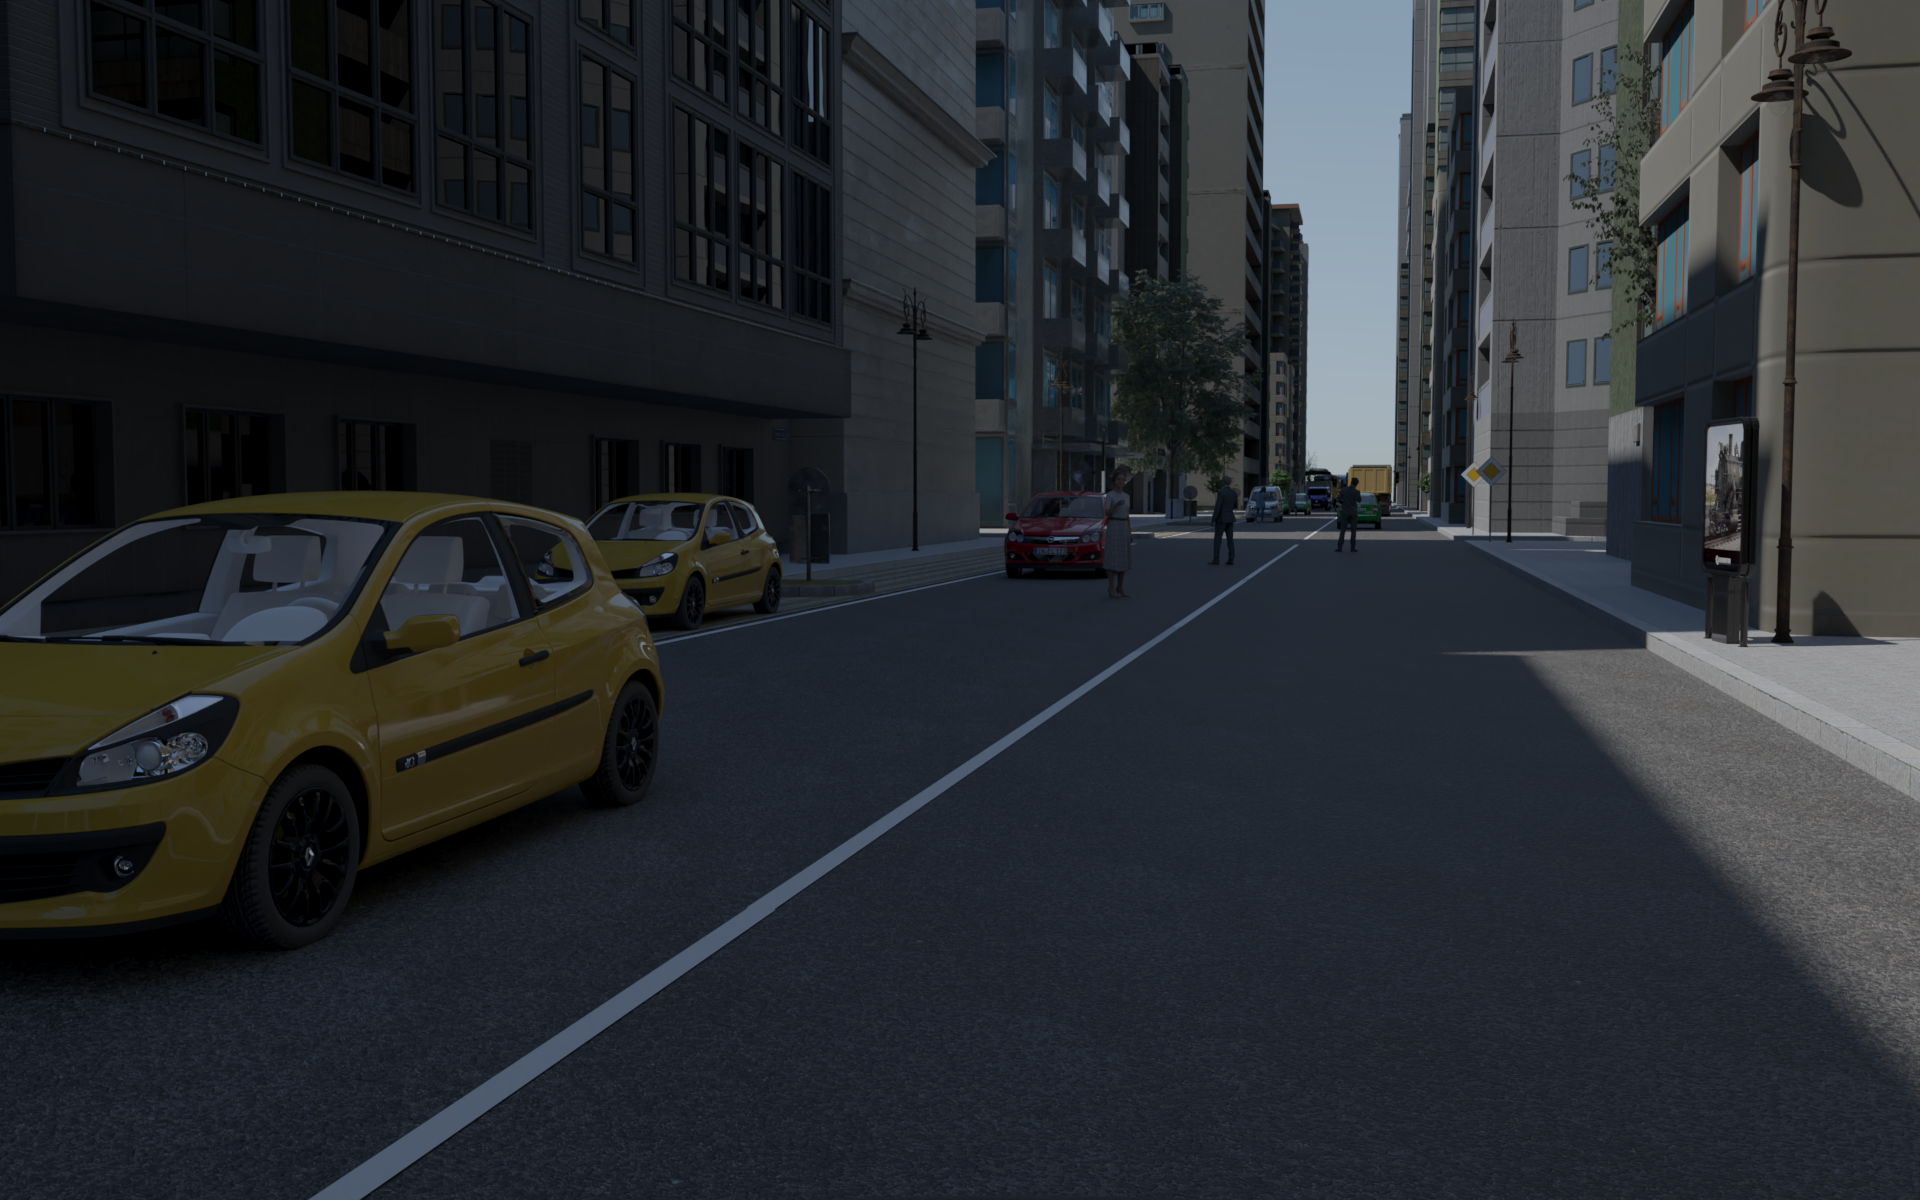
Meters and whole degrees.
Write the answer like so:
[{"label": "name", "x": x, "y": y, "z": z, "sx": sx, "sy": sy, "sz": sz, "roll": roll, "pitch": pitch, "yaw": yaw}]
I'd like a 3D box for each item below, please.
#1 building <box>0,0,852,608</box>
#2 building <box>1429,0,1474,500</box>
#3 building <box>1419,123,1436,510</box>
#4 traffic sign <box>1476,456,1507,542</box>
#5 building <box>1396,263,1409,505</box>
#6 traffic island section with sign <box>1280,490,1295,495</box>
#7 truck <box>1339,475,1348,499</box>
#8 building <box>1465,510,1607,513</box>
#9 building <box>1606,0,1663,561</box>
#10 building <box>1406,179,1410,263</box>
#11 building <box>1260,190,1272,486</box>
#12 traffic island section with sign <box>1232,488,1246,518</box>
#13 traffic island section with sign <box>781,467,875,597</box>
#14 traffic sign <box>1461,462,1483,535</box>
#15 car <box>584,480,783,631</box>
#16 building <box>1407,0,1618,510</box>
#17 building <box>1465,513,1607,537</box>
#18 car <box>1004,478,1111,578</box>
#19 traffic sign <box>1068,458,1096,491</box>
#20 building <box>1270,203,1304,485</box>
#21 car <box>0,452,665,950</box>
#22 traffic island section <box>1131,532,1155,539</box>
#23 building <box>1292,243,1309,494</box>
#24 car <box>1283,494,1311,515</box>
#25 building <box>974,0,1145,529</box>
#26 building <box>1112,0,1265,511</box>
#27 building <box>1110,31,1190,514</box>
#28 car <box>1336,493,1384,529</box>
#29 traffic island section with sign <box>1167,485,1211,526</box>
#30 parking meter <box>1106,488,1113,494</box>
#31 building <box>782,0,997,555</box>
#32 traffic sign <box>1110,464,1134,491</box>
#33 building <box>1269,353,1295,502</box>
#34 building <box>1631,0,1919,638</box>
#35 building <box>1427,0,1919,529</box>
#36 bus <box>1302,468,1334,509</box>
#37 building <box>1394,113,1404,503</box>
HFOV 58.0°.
[{"label": "building", "x": -11.609, "y": -14.144, "z": 24.768, "sx": 14.314, "sy": 27.812, "sz": 24.014, "roll": 1, "pitch": 4, "yaw": 13}, {"label": "building", "x": 39.530, "y": -26.572, "z": 118.045, "sx": 14.154, "sy": 41.232, "sz": 14.086, "roll": 1, "pitch": 4, "yaw": 13}, {"label": "building", "x": 43.543, "y": -22.300, "z": 136.313, "sx": 14.160, "sy": 30.474, "sz": 14.107, "roll": 1, "pitch": 4, "yaw": 13}, {"label": "traffic sign", "x": 14.180, "y": -2.608, "z": 46.284, "sx": 0.795, "sy": 2.450, "sz": 0.064, "roll": 1, "pitch": 4, "yaw": 13}, {"label": "building", "x": 61.687, "y": -27.137, "z": 215.386, "sx": 14.160, "sy": 30.474, "sz": 14.107, "roll": 1, "pitch": 4, "yaw": 13}, {"label": "traffic island section with sign", "x": 34.639, "y": -10.498, "z": 180.272, "sx": 1.989, "sy": 1.847, "sz": 2.006, "roll": 1, "pitch": 4, "yaw": 13}, {"label": "truck", "x": 53.614, "y": -15.573, "z": 244.374, "sx": 2.967, "sy": 4.110, "sz": 18.799, "roll": 1, "pitch": 4, "yaw": 12}, {"label": "building", "x": 52.264, "y": -37.498, "z": 155.098, "sx": 21.231, "sy": 58.520, "sz": 28.212, "roll": 1, "pitch": 4, "yaw": 13}, {"label": "building", "x": 21.006, "y": -16.178, "z": 36.204, "sx": 14.160, "sy": 30.474, "sz": 14.107, "roll": 1, "pitch": 4, "yaw": 13}, {"label": "building", "x": 72.268, "y": -37.704, "z": 236.067, "sx": 23.786, "sy": 49.044, "sz": 30.456, "roll": 1, "pitch": 4, "yaw": 13}, {"label": "building", "x": 21.083, "y": -23.710, "z": 159.360, "sx": 14.160, "sy": 30.474, "sz": 14.107, "roll": 1, "pitch": 4, "yaw": 13}, {"label": "traffic island section with sign", "x": 16.736, "y": -5.891, "z": 104.948, "sx": 1.989, "sy": 1.847, "sz": 2.006, "roll": 1, "pitch": 4, "yaw": 13}, {"label": "traffic island section with sign", "x": -2.305, "y": -0.994, "z": 24.886, "sx": 1.989, "sy": 1.847, "sz": 2.006, "roll": 1, "pitch": 4, "yaw": 13}, {"label": "traffic sign", "x": 16.027, "y": -3.083, "z": 54.054, "sx": 0.795, "sy": 2.450, "sz": 0.064, "roll": 1, "pitch": 4, "yaw": 13}, {"label": "car", "x": -3.328, "y": -0.563, "z": 19.433, "sx": 2.015, "sy": 1.641, "sz": 3.980, "roll": 1, "pitch": 4, "yaw": 13}, {"label": "building", "x": 58.368, "y": -39.226, "z": 183.338, "sx": 21.231, "sy": 58.520, "sz": 28.212, "roll": 1, "pitch": 4, "yaw": 13}, {"label": "building", "x": 32.244, "y": -31.496, "z": 56.962, "sx": 28.212, "sy": 58.520, "sz": 21.231, "roll": 1, "pitch": 4, "yaw": 13}, {"label": "car", "x": 1.954, "y": -1.339, "z": 30.925, "sx": 2.155, "sy": 1.783, "sz": 4.494, "roll": 1, "pitch": 4, "yaw": 12}, {"label": "traffic sign", "x": 3.439, "y": -2.765, "z": 48.849, "sx": 0.795, "sy": 2.450, "sz": 0.064, "roll": 1, "pitch": 4, "yaw": 13}, {"label": "building", "x": 39.003, "y": -36.766, "z": 255.742, "sx": 22.147, "sy": 44.769, "sz": 28.867, "roll": 1, "pitch": 4, "yaw": 13}, {"label": "car", "x": -2.606, "y": 0.209, "z": 6.802, "sx": 2.015, "sy": 1.641, "sz": 3.980, "roll": 1, "pitch": 4, "yaw": 13}, {"label": "traffic island section", "x": 5.261, "y": -2.104, "z": 56.685, "sx": 2.009, "sy": 0.180, "sz": 2.903, "roll": 1, "pitch": 4, "yaw": 13}, {"label": "building", "x": 48.001, "y": -36.244, "z": 276.184, "sx": 14.154, "sy": 41.232, "sz": 14.086, "roll": 1, "pitch": 4, "yaw": 13}, {"label": "car", "x": 23.116, "y": -6.736, "z": 118.931, "sx": 1.959, "sy": 1.807, "sz": 4.718, "roll": 1, "pitch": 4, "yaw": 15}, {"label": "building", "x": -4.574, "y": -27.980, "z": 77.088, "sx": 23.786, "sy": 49.044, "sz": 30.456, "roll": 1, "pitch": 4, "yaw": 13}, {"label": "building", "x": 13.450, "y": -31.719, "z": 142.301, "sx": 21.300, "sy": 48.544, "sz": 21.600, "roll": 1, "pitch": 4, "yaw": 13}, {"label": "building", "x": 7.120, "y": -20.867, "z": 112.873, "sx": 14.160, "sy": 30.474, "sz": 14.107, "roll": 1, "pitch": 4, "yaw": 13}, {"label": "car", "x": 16.625, "y": -3.870, "z": 72.063, "sx": 1.959, "sy": 1.807, "sz": 4.718, "roll": 1, "pitch": 4, "yaw": 13}, {"label": "traffic island section with sign", "x": 10.501, "y": -4.287, "z": 78.721, "sx": 1.989, "sy": 1.847, "sz": 2.006, "roll": 1, "pitch": 4, "yaw": 13}, {"label": "parking meter", "x": 5.892, "y": -3.625, "z": 67.687, "sx": 0.372, "sy": 1.533, "sz": 0.369, "roll": 0, "pitch": 3, "yaw": 0}, {"label": "building", "x": -11.699, "y": -15.744, "z": 44.802, "sx": 23.554, "sy": 28.519, "sz": 14.401, "roll": 1, "pitch": 4, "yaw": 13}, {"label": "traffic sign", "x": 5.285, "y": -3.240, "z": 56.618, "sx": 0.795, "sy": 2.450, "sz": 0.064, "roll": 1, "pitch": 4, "yaw": 13}, {"label": "building", "x": 29.470, "y": -23.489, "z": 229.080, "sx": 27.650, "sy": 21.520, "sz": 28.899, "roll": 1, "pitch": 4, "yaw": 13}, {"label": "building", "x": 19.574, "y": -9.878, "z": 6.551, "sx": 27.650, "sy": 21.520, "sz": 28.899, "roll": 1, "pitch": 4, "yaw": 13}, {"label": "building", "x": 37.878, "y": -14.675, "z": 84.972, "sx": 27.650, "sy": 21.520, "sz": 28.899, "roll": 1, "pitch": 4, "yaw": 13}, {"label": "bus", "x": 34.478, "y": -10.688, "z": 166.291, "sx": 2.896, "sy": 3.916, "sz": 12.252, "roll": 1, "pitch": 4, "yaw": 13}, {"label": "building", "x": 77.699, "y": -44.243, "z": 265.368, "sx": 21.231, "sy": 58.520, "sz": 28.212, "roll": 1, "pitch": 4, "yaw": 13}]
